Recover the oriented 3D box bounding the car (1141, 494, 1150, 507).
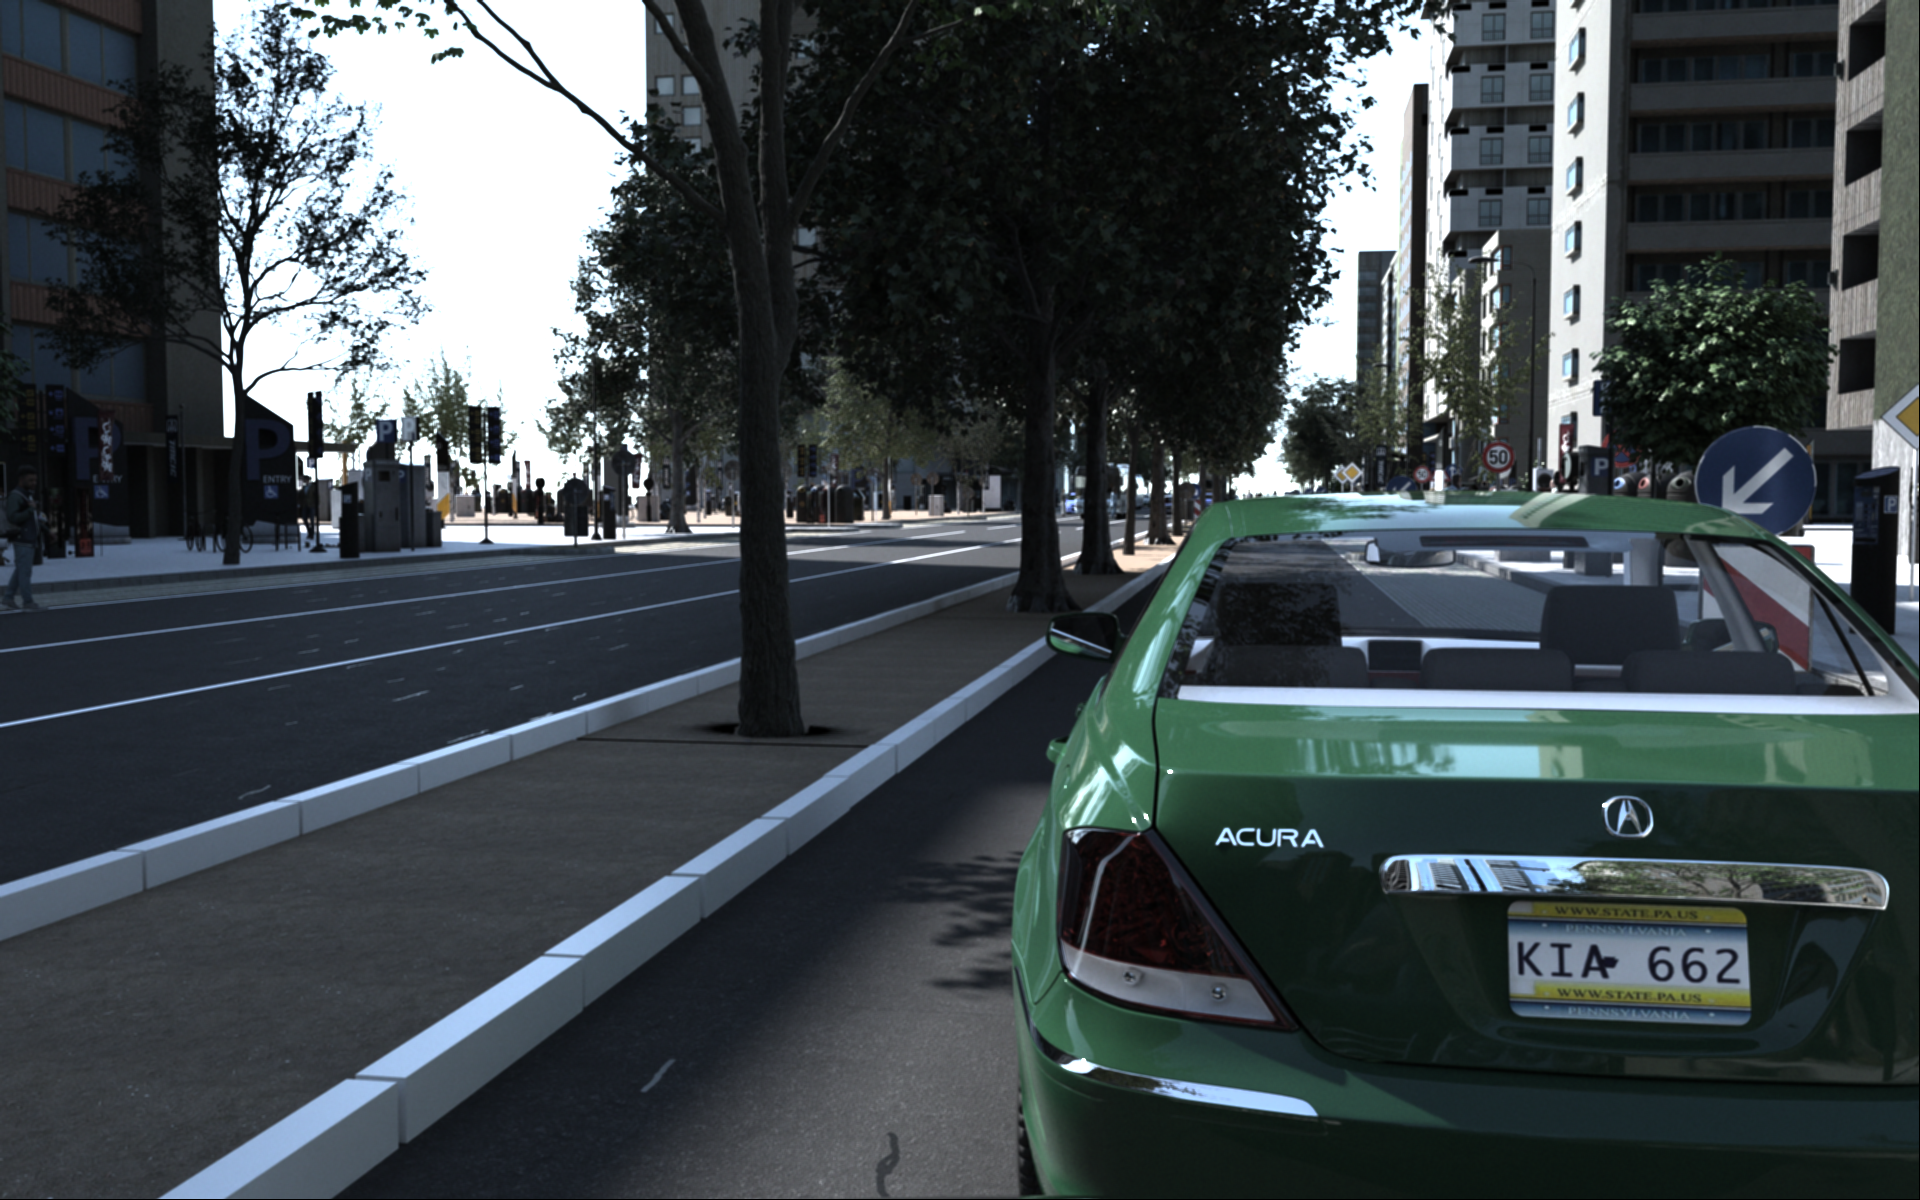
[{"bbox_3d":[21.544,-11.549,197.859,2.155,1.783,4.494,1,4,9],"label":"car"}]

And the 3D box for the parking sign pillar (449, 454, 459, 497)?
[{"bbox_3d":[-34.261,-7.879,117.286,1.447,3.967,1.447,0,4,-4],"label":"parking sign pillar"}]

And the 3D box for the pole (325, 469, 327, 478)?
[{"bbox_3d":[-51.810,-9.041,141.655,0.158,3.312,0.155,0,3,0],"label":"pole"}]

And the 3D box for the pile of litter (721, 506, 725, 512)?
[{"bbox_3d":[-16.037,-6.564,121.283,1.719,0.858,1.176,-1,4,-12],"label":"pile of litter"}]

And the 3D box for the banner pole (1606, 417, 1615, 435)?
[{"bbox_3d":[16.156,-3.245,43.075,0.401,3.779,0.863,3,4,38],"label":"banner pole"}]

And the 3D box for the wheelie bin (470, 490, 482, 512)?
[{"bbox_3d":[-34.373,-7.041,123.033,0.980,1.594,0.693,1,4,15],"label":"wheelie bin"}]

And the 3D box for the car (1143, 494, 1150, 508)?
[{"bbox_3d":[19.307,-10.473,183.024,2.131,1.459,4.920,1,4,9],"label":"car"}]

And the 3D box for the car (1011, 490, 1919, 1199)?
[{"bbox_3d":[1.230,0.440,4.601,2.131,1.459,4.920,1,4,8],"label":"car"}]

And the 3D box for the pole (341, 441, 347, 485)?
[{"bbox_3d":[-23.749,-4.466,66.857,0.158,3.312,0.155,0,3,0],"label":"pole"}]

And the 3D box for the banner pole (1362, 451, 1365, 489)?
[{"bbox_3d":[23.264,-6.716,99.828,0.401,3.779,0.863,0,4,-2],"label":"banner pole"}]

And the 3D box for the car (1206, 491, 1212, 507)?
[{"bbox_3d":[24.246,-9.696,168.119,1.945,1.707,3.694,1,4,11],"label":"car"}]

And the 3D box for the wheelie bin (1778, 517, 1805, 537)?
[{"bbox_3d":[24.935,-2.693,51.942,0.693,1.594,0.980,-3,4,-39],"label":"wheelie bin"}]

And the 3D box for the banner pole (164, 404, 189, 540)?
[{"bbox_3d":[-21.823,-3.564,48.295,0.863,3.779,0.401,1,4,23],"label":"banner pole"}]

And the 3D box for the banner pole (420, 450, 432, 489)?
[{"bbox_3d":[-29.912,-6.534,96.849,0.863,3.779,0.401,1,4,12],"label":"banner pole"}]

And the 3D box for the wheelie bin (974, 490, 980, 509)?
[{"bbox_3d":[1.506,-8.598,148.491,0.980,1.594,0.693,1,4,15],"label":"wheelie bin"}]

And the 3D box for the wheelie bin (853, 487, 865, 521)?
[{"bbox_3d":[-4.914,-4.583,82.848,0.693,1.594,0.980,0,4,8],"label":"wheelie bin"}]

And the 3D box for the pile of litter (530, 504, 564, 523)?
[{"bbox_3d":[-18.493,-3.925,78.133,1.719,0.858,1.176,0,4,3],"label":"pile of litter"}]

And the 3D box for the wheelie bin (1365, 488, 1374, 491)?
[{"bbox_3d":[21.759,-5.144,92.015,0.980,1.594,0.693,-3,5,-45],"label":"wheelie bin"}]

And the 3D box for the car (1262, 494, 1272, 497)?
[{"bbox_3d":[47.857,-15.926,269.188,1.959,1.807,4.718,1,4,11],"label":"car"}]

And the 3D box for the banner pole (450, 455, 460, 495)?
[{"bbox_3d":[-32.210,-7.385,110.769,0.863,3.779,0.401,1,4,12],"label":"banner pole"}]

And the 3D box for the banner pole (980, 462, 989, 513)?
[{"bbox_3d":[1.768,-7.971,120.340,0.401,3.779,0.863,3,5,42],"label":"banner pole"}]

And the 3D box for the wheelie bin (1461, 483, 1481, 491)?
[{"bbox_3d":[14.309,-2.494,48.679,0.693,1.594,0.980,-2,4,-25],"label":"wheelie bin"}]

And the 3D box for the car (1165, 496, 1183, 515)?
[{"bbox_3d":[12.870,-5.659,105.105,1.945,1.354,3.894,0,4,8],"label":"car"}]

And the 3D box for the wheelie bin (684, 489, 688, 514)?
[{"bbox_3d":[-17.795,-6.265,110.338,0.980,1.594,0.693,1,4,10],"label":"wheelie bin"}]

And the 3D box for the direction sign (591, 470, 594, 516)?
[{"bbox_3d":[-21.714,-6.753,102.401,0.379,3.537,0.876,-2,4,-24],"label":"direction sign"}]

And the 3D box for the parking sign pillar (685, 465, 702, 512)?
[{"bbox_3d":[-19.670,-8.482,127.159,1.447,3.967,1.447,1,4,19],"label":"parking sign pillar"}]

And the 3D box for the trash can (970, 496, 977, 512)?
[{"bbox_3d":[0.852,-6.679,120.847,0.748,1.137,0.748,0,3,0],"label":"trash can"}]

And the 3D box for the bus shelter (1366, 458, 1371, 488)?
[{"bbox_3d":[27.855,-7.564,114.956,1.731,3.624,6.357,1,4,10],"label":"bus shelter"}]

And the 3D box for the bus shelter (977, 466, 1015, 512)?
[{"bbox_3d":[2.645,-8.101,126.383,2.014,3.302,5.546,1,4,10],"label":"bus shelter"}]

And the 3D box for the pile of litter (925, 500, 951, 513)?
[{"bbox_3d":[-1.304,-6.307,117.078,1.719,0.858,1.176,-2,4,-26],"label":"pile of litter"}]

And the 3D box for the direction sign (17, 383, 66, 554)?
[{"bbox_3d":[-18.922,-2.676,35.753,0.876,3.537,0.379,-3,5,-43],"label":"direction sign"}]

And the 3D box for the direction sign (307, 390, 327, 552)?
[{"bbox_3d":[-14.197,-2.826,38.196,0.379,3.537,0.876,-3,5,-39],"label":"direction sign"}]

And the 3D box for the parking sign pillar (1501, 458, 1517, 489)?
[{"bbox_3d":[29.721,-6.450,93.923,1.447,3.967,1.447,0,4,-3],"label":"parking sign pillar"}]

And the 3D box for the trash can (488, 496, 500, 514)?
[{"bbox_3d":[-29.942,-6.092,111.262,0.748,1.137,0.748,0,3,0],"label":"trash can"}]

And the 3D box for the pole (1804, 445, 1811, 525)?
[{"bbox_3d":[35.245,-4.781,72.011,0.158,3.312,0.155,0,3,0],"label":"pole"}]

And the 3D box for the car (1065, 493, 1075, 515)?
[{"bbox_3d":[8.356,-6.886,122.181,1.945,1.707,3.694,1,4,9],"label":"car"}]

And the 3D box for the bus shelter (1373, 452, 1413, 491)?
[{"bbox_3d":[24.726,-6.572,98.739,1.731,3.624,6.357,1,4,10],"label":"bus shelter"}]

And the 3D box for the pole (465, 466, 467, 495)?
[{"bbox_3d":[-36.015,-8.103,126.320,0.158,3.312,0.155,0,3,0],"label":"pole"}]

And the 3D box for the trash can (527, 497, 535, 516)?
[{"bbox_3d":[-25.105,-5.508,101.709,0.748,1.137,0.748,0,3,0],"label":"trash can"}]

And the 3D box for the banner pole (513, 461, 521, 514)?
[{"bbox_3d":[-29.362,-7.614,114.503,0.401,3.779,0.863,3,5,40],"label":"banner pole"}]

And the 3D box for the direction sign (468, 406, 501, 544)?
[{"bbox_3d":[-12.270,-3.228,44.778,0.876,3.537,0.379,-3,5,-44],"label":"direction sign"}]

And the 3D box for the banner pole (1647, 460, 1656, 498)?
[{"bbox_3d":[10.651,-2.241,26.662,0.401,3.779,0.863,2,4,30],"label":"banner pole"}]

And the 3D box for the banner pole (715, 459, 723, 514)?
[{"bbox_3d":[-15.454,-7.381,110.695,0.401,3.779,0.863,3,4,36],"label":"banner pole"}]

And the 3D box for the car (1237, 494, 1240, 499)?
[{"bbox_3d":[44.325,-16.383,279.858,2.014,1.417,4.499,1,4,10],"label":"car"}]

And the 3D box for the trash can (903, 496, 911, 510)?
[{"bbox_3d":[-4.187,-7.712,137.741,0.748,1.137,0.748,0,3,0],"label":"trash can"}]

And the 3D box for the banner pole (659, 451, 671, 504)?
[{"bbox_3d":[-17.207,-6.765,100.627,0.863,3.779,0.401,-1,4,-20],"label":"banner pole"}]

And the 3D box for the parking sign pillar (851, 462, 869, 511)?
[{"bbox_3d":[-7.652,-8.783,132.079,1.447,3.967,1.447,1,4,21],"label":"parking sign pillar"}]

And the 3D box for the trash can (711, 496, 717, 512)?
[{"bbox_3d":[-17.974,-6.973,125.657,0.748,1.137,0.748,0,3,0],"label":"trash can"}]

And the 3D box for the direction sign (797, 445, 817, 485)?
[{"bbox_3d":[-6.994,-5.335,79.219,0.876,3.537,0.379,0,4,7],"label":"direction sign"}]

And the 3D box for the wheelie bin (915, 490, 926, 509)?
[{"bbox_3d":[-3.314,-8.341,144.287,0.980,1.594,0.693,3,5,44],"label":"wheelie bin"}]

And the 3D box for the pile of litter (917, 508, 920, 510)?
[{"bbox_3d":[-2.915,-7.786,141.274,1.176,0.858,1.719,0,4,8],"label":"pile of litter"}]

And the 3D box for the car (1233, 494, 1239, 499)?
[{"bbox_3d":[41.123,-15.375,261.167,2.009,1.686,4.222,1,4,10],"label":"car"}]

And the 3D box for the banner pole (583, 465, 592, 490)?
[{"bbox_3d":[-24.958,-7.732,116.432,0.863,3.779,0.401,0,4,-6],"label":"banner pole"}]

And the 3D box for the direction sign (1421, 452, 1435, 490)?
[{"bbox_3d":[25.155,-6.189,93.180,0.379,3.537,0.876,-3,5,-43],"label":"direction sign"}]
